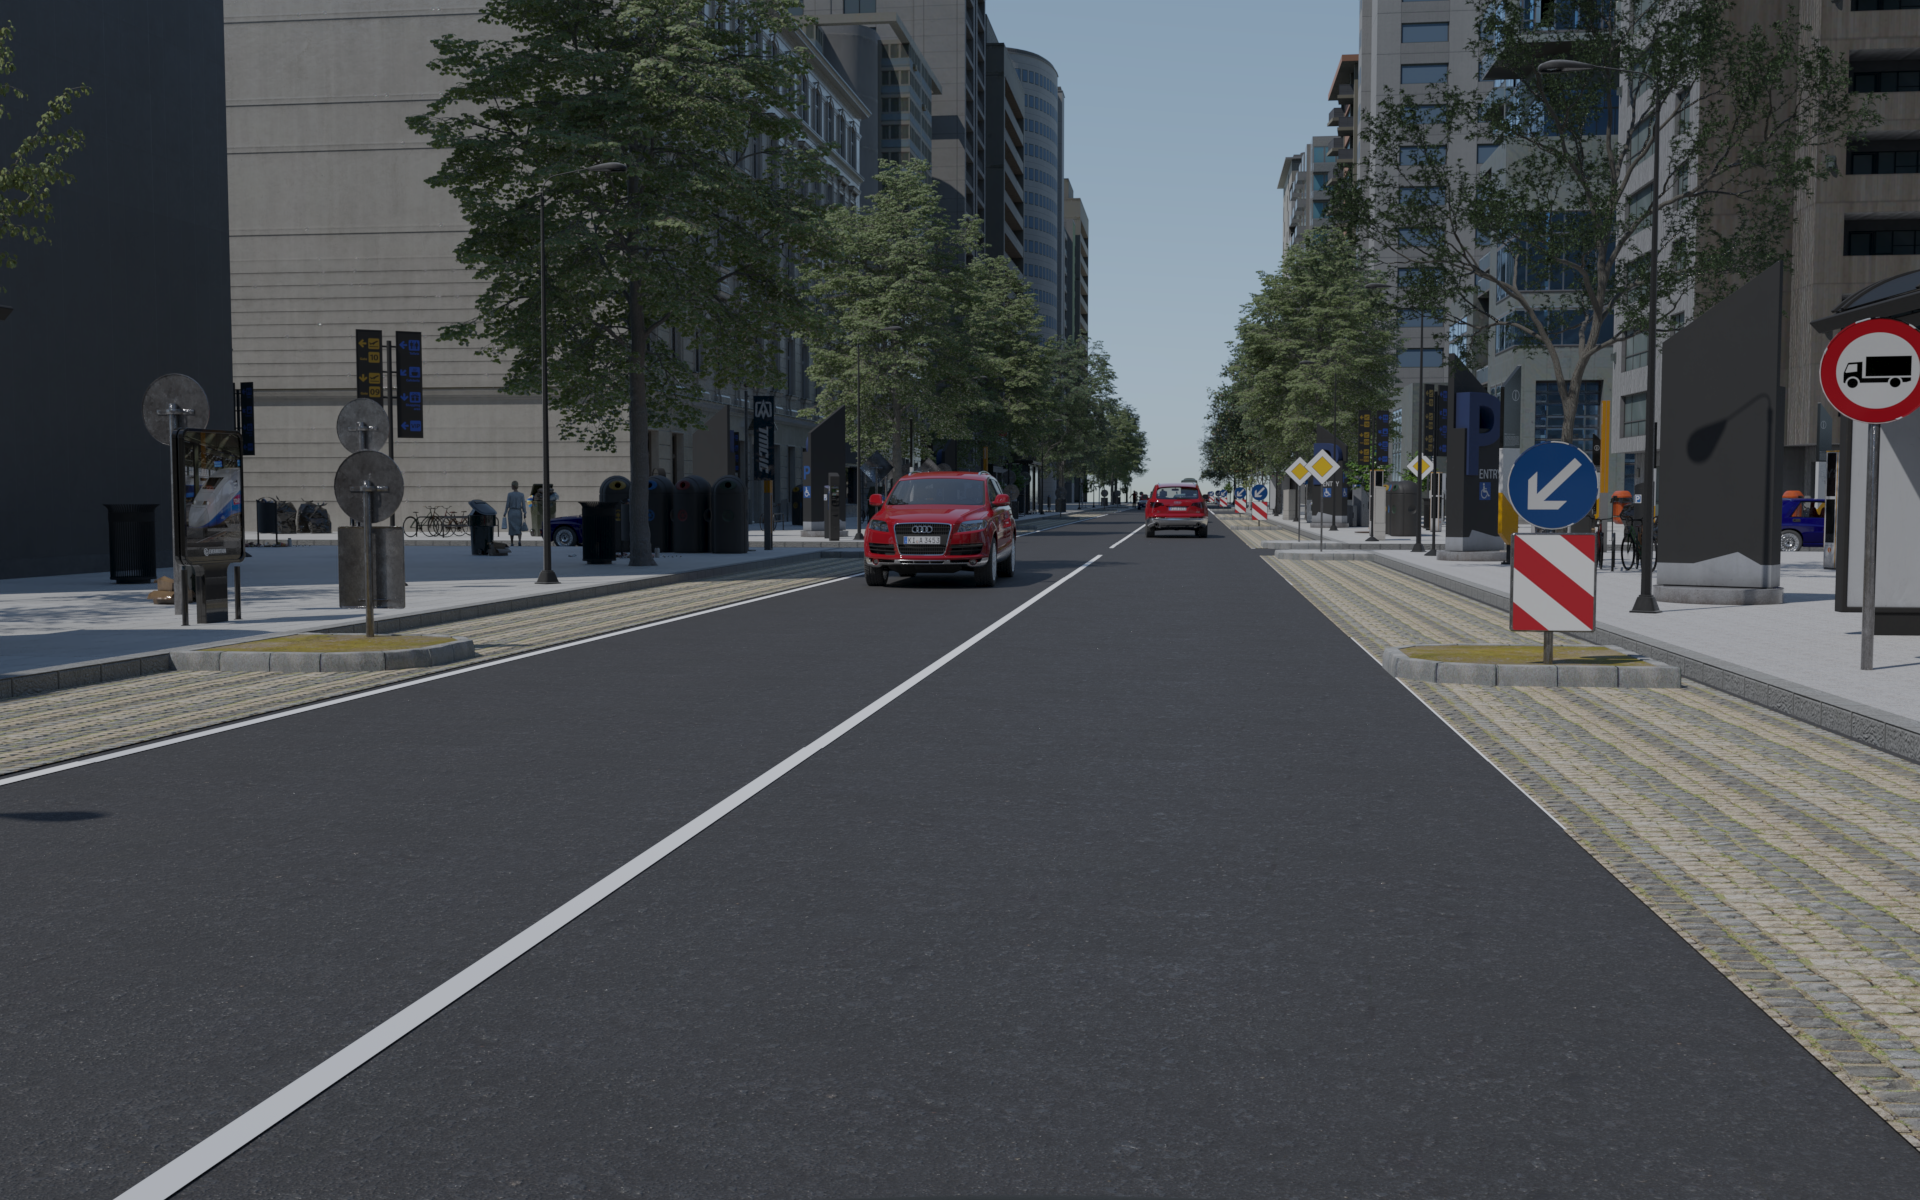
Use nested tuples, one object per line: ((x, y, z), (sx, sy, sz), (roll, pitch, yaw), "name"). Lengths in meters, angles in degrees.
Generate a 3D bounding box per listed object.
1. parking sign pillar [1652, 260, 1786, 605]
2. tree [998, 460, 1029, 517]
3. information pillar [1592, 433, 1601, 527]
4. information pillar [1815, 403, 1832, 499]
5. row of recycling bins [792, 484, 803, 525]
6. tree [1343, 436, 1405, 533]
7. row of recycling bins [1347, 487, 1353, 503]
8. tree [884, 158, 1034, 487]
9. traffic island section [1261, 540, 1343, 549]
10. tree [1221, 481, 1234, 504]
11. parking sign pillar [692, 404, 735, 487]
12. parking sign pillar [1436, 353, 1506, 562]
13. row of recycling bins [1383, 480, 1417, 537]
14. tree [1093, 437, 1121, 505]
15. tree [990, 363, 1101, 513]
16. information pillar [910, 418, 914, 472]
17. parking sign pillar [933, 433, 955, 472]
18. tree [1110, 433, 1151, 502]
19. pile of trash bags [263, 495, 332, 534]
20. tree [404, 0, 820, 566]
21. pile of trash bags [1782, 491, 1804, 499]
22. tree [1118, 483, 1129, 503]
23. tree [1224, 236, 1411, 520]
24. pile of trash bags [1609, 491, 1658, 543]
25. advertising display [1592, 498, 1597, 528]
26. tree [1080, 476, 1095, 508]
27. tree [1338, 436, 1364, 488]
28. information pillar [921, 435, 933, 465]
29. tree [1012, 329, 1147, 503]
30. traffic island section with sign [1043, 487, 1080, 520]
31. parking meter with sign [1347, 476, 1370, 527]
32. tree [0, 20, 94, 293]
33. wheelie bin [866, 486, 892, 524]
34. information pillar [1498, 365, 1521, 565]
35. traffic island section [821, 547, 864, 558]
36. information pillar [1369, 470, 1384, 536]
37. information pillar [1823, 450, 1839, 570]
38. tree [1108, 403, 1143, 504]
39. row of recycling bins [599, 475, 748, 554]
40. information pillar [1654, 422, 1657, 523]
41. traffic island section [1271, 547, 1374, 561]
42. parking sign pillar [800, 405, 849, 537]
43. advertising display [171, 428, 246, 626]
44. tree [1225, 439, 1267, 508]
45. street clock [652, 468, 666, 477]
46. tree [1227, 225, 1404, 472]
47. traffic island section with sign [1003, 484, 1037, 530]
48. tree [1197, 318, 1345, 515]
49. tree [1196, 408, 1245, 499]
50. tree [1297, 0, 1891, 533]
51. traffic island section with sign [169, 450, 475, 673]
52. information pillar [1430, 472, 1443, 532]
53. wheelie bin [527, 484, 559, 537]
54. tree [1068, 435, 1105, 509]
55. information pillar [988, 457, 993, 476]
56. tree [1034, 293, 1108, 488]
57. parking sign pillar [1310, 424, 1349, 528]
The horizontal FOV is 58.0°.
((9.044, -1.963, 20.571), (1.447, 3.967, 1.447), (3, 4, 39), "parking sign pillar")
((3.029, -6.293, 97.488), (1.663, 3.219, 1.824), (0, 3, 0), "tree")
((24.594, -4.614, 66.801), (0.504, 3.616, 0.183), (0, 4, -8), "information pillar")
((22.237, -3.259, 44.635), (0.504, 3.616, 0.183), (-2, 4, -26), "information pillar")
((-6.065, -3.887, 70.671), (1.069, 1.692, 3.534), (-1, 4, -19), "row of recycling bins")
((13.353, -3.807, 56.846), (1.663, 3.219, 1.824), (0, 3, 0), "tree")
((20.332, -5.009, 89.010), (3.534, 1.692, 1.069), (3, 4, 37), "row of recycling bins")
((-2.135, -8.591, 58.586), (7.486, 12.596, 7.792), (0, 3, 0), "tree")
((9.117, -1.479, 46.466), (2.009, 0.180, 2.903), (0, 4, 8), "traffic island section")
((38.976, -15.801, 252.942), (1.663, 3.219, 1.824), (0, 3, 0), "tree")
((-7.460, -3.917, 52.518), (1.447, 3.967, 1.447), (2, 4, 28), "parking sign pillar")
((9.987, -2.752, 33.471), (1.447, 3.967, 1.447), (-3, 4, -36), "parking sign pillar")
((13.683, -2.847, 53.669), (1.069, 1.692, 3.534), (0, 4, 7), "row of recycling bins")
((16.111, -15.097, 197.193), (4.737, 8.622, 4.395), (0, 3, 0), "tree")
((5.552, -11.231, 118.041), (8.767, 10.594, 7.601), (1, 4, 10), "tree")
((-1.496, -3.820, 53.806), (0.183, 3.616, 0.504), (0, 4, 3), "information pillar")
((-0.599, -5.248, 74.272), (1.447, 3.967, 1.447), (1, 4, 21), "parking sign pillar")
((26.502, -21.354, 274.899), (9.928, 11.665, 9.643), (0, 3, 0), "tree")
((-22.179, -2.830, 56.028), (3.447, 1.369, 1.912), (-2, 4, -26), "pile of trash bags")
((-5.620, -6.853, 30.167), (7.486, 12.596, 7.792), (0, 3, 0), "tree")
((23.204, -2.252, 46.566), (3.447, 1.369, 1.912), (-2, 4, -34), "pile of trash bags")
((24.560, -16.090, 257.675), (1.663, 3.219, 1.824), (0, 3, 0), "tree")
((17.537, -10.983, 86.234), (9.857, 13.997, 8.962), (0, 3, 0), "tree")
((18.456, -2.231, 46.226), (1.912, 1.369, 3.447), (-1, 4, -13), "pile of trash bags")
((21.735, -3.327, 59.618), (0.123, 1.923, 0.974), (0, 4, 6), "advertising display")
((11.379, -9.971, 157.627), (1.663, 3.219, 1.824), (0, 3, 0), "tree")
((20.803, -6.820, 95.217), (4.285, 4.588, 4.351), (0, 3, 0), "tree")
((-1.277, -4.562, 65.942), (0.504, 3.616, 0.183), (0, 4, -6), "information pillar")
((7.824, -13.955, 134.813), (9.857, 13.997, 8.962), (0, 3, 0), "tree")
((5.697, -5.410, 97.085), (1.989, 1.847, 2.006), (0, 4, 8), "traffic island section with sign")
((15.691, -4.379, 67.863), (0.543, 3.016, 1.738), (3, 5, 42), "parking meter with sign")
((-12.470, -4.232, 19.558), (4.737, 8.622, 4.395), (0, 3, 0), "tree")
((-3.401, -3.838, 70.665), (0.980, 1.594, 0.693), (2, 4, 24), "wheelie bin")
((9.979, -2.451, 31.425), (0.504, 3.616, 0.183), (-2, 4, -35), "information pillar")
((-1.942, -1.077, 39.886), (2.009, 0.180, 2.903), (0, 4, 8), "traffic island section")
((12.689, -2.953, 52.780), (0.304, 2.012, 0.304), (-1, 4, -15), "information pillar")
((14.873, -1.519, 29.330), (0.304, 2.012, 0.304), (-1, 4, -9), "information pillar")
((19.102, -18.024, 212.823), (7.486, 12.596, 7.792), (0, 3, 0), "tree")
((-6.285, -1.886, 37.947), (3.534, 1.692, 1.069), (1, 4, 17), "row of recycling bins")
((22.532, -3.983, 56.473), (0.183, 3.616, 0.504), (-1, 4, -11), "information pillar")
((8.061, -0.995, 38.551), (2.009, 0.180, 2.903), (0, 4, 8), "traffic island section")
((-4.065, -3.879, 51.890), (1.447, 3.967, 1.447), (-3, 5, -41), "parking sign pillar")
((-7.461, -0.735, 17.235), (0.123, 1.923, 0.974), (1, 4, 11), "advertising display")
((26.879, -12.931, 161.777), (4.737, 8.622, 4.395), (0, 3, 0), "tree")
((-8.333, -2.655, 47.984), (0.358, 2.002, 0.471), (-2, 4, -33), "street clock")
((15.136, -9.533, 73.985), (7.486, 12.596, 7.792), (0, 3, 0), "tree")
((2.097, -3.763, 70.148), (1.989, 1.847, 2.006), (0, 4, 8), "traffic island section with sign")
((19.821, -11.663, 107.693), (9.611, 12.733, 9.660), (0, 3, 0), "tree")
((30.393, -16.799, 185.027), (12.009, 13.543, 11.850), (0, 3, 0), "tree")
((9.442, -5.669, 27.097), (8.767, 10.594, 7.601), (1, 4, 16), "tree")
((-5.289, -0.377, 14.786), (1.989, 1.847, 2.006), (0, 4, 8), "traffic island section with sign")
((16.089, -3.303, 58.495), (0.304, 2.012, 0.304), (3, 4, 37), "information pillar")
((-12.556, -2.717, 52.330), (0.980, 1.594, 0.693), (-3, 4, -36), "wheelie bin")
((10.870, -12.406, 153.194), (4.360, 8.622, 3.978), (0, 3, 0), "tree")
((1.636, -6.439, 96.632), (0.504, 3.616, 0.183), (0, 4, 6), "information pillar")
((1.454, -10.017, 81.912), (7.486, 12.596, 7.792), (0, 3, 0), "tree")
((14.078, -4.735, 65.896), (1.447, 3.967, 1.447), (3, 5, 43), "parking sign pillar")
